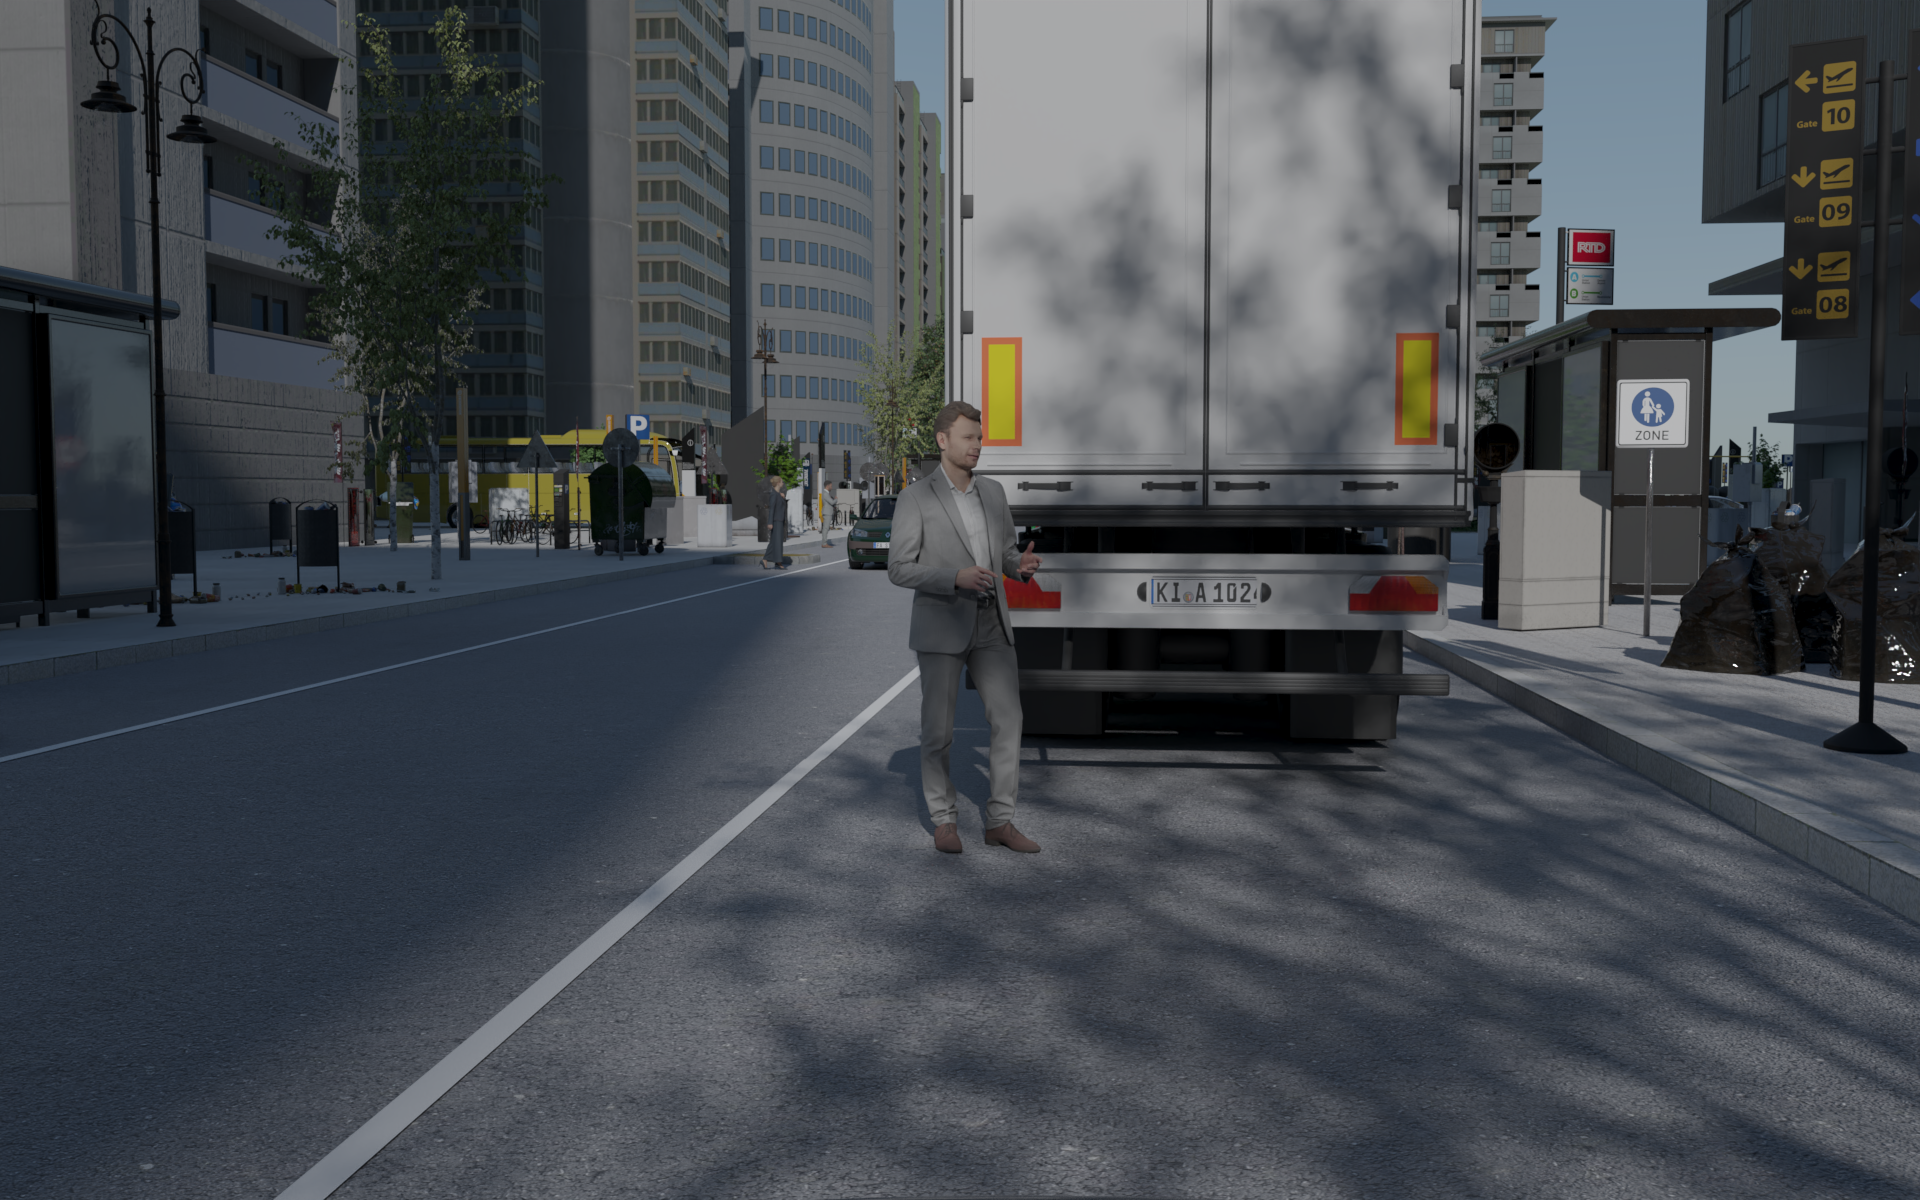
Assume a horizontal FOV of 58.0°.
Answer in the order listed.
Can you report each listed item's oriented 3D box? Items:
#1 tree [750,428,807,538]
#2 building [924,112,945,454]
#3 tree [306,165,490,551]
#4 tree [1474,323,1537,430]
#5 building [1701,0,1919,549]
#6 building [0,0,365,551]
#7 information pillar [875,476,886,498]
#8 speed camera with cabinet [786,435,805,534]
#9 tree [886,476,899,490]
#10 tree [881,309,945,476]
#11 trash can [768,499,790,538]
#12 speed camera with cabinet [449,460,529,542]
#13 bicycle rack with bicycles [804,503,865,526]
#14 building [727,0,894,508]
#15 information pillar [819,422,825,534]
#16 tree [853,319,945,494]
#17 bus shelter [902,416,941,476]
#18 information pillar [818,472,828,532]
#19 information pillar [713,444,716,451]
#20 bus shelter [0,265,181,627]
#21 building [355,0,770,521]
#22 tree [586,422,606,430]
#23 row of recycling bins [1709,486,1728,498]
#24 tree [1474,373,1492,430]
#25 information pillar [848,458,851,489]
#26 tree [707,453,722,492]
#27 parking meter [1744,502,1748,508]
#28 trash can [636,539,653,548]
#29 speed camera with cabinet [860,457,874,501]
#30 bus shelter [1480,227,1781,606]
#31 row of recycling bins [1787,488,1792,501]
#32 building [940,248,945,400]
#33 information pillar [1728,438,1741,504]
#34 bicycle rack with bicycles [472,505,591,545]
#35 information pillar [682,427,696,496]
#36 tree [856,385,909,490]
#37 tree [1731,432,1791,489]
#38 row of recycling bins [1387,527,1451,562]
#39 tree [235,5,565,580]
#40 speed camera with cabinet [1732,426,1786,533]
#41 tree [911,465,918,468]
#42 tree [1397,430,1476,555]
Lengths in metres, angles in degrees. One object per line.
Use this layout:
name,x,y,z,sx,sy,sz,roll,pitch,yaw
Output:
tree,-5.368,-3.454,51.078,1.663,3.219,1.824,0,3,0
building,-9.666,-30.427,181.070,14.154,41.232,14.086,0,4,5
tree,-12.735,-5.414,38.885,4.360,8.622,3.978,0,3,0
tree,23.938,-7.627,75.068,4.360,8.622,3.978,0,3,0
building,32.342,-27.084,32.057,28.713,52.752,27.495,0,4,5
building,-30.616,-30.611,42.483,28.212,58.520,21.231,0,4,5
information pillar,-3.181,-3.924,68.642,0.304,2.012,0.304,-2,4,-31
speed camera with cabinet,-5.454,-3.844,57.187,0.660,3.252,2.038,0,4,-3
tree,-5.087,-7.936,124.357,1.663,3.219,1.824,0,3,0
tree,-0.219,-11.541,105.705,9.611,12.733,9.660,0,3,0
trash can,-5.092,-2.234,48.185,0.748,1.137,0.748,0,3,0
speed camera with cabinet,-12.843,-3.234,47.213,2.038,3.252,0.660,-2,4,-25
bicycle rack with bicycles,-5.407,-3.482,70.320,2.852,0.926,2.925,0,4,-4
building,-17.072,-35.721,126.034,21.231,58.520,28.212,0,4,5
information pillar,-4.457,-3.955,56.019,0.183,3.616,0.504,1,4,10
tree,-2.727,-7.559,73.945,4.737,8.622,4.395,0,3,0
bus shelter,-1.639,-6.996,92.009,2.179,5.291,8.768,0,4,6
information pillar,-4.644,-3.309,58.601,0.304,2.012,0.304,0,4,3
information pillar,-11.454,-5.450,80.464,0.183,3.616,0.504,-2,4,-26
bus shelter,-9.880,-2.250,14.412,2.179,5.291,8.768,0,4,5
building,-25.832,-24.547,93.230,32.217,40.220,23.993,0,4,5
tree,-16.338,-5.848,79.326,4.285,4.588,4.351,0,3,0
row of recycling bins,37.771,-4.849,86.392,3.534,1.692,1.069,-1,4,-16
tree,25.864,-8.627,91.415,4.737,8.622,4.395,0,3,0
information pillar,-7.191,-7.381,112.026,0.183,3.616,0.504,-2,4,-33
tree,-10.830,-5.162,79.000,1.663,3.219,1.824,0,3,0
parking meter,24.004,-2.866,52.566,0.399,1.863,0.255,-1,4,-18
trash can,-7.682,-1.830,41.570,0.748,1.137,0.748,0,3,0
speed camera with cabinet,-5.481,-5.980,92.108,2.038,3.252,0.660,2,4,32
bus shelter,8.585,-2.827,23.857,2.179,5.291,8.768,0,4,5
row of recycling bins,50.071,-5.775,101.535,3.534,1.692,1.069,-1,4,-17
building,-9.186,-25.934,195.718,14.160,30.474,14.107,0,4,5
information pillar,32.596,-4.990,72.944,0.504,3.616,0.183,1,4,9
bicycle rack with bicycles,-10.912,-1.887,44.239,2.852,0.926,2.925,1,4,22
information pillar,-9.458,-4.229,60.504,0.504,3.616,0.183,1,4,15
tree,-4.907,-10.156,116.419,4.360,8.622,3.978,0,3,0
tree,25.186,-3.676,54.705,1.663,3.219,1.824,0,3,0
row of recycling bins,8.677,-1.553,32.508,1.069,1.692,3.534,1,4,21
tree,-8.119,-4.612,25.772,4.737,8.622,4.395,0,3,0
speed camera with cabinet,23.684,-3.483,51.283,2.038,3.252,0.660,-3,4,-36
tree,-2.697,-9.775,143.531,4.285,4.588,4.351,0,3,0
tree,5.963,-1.720,22.723,1.663,3.219,1.824,0,3,0
